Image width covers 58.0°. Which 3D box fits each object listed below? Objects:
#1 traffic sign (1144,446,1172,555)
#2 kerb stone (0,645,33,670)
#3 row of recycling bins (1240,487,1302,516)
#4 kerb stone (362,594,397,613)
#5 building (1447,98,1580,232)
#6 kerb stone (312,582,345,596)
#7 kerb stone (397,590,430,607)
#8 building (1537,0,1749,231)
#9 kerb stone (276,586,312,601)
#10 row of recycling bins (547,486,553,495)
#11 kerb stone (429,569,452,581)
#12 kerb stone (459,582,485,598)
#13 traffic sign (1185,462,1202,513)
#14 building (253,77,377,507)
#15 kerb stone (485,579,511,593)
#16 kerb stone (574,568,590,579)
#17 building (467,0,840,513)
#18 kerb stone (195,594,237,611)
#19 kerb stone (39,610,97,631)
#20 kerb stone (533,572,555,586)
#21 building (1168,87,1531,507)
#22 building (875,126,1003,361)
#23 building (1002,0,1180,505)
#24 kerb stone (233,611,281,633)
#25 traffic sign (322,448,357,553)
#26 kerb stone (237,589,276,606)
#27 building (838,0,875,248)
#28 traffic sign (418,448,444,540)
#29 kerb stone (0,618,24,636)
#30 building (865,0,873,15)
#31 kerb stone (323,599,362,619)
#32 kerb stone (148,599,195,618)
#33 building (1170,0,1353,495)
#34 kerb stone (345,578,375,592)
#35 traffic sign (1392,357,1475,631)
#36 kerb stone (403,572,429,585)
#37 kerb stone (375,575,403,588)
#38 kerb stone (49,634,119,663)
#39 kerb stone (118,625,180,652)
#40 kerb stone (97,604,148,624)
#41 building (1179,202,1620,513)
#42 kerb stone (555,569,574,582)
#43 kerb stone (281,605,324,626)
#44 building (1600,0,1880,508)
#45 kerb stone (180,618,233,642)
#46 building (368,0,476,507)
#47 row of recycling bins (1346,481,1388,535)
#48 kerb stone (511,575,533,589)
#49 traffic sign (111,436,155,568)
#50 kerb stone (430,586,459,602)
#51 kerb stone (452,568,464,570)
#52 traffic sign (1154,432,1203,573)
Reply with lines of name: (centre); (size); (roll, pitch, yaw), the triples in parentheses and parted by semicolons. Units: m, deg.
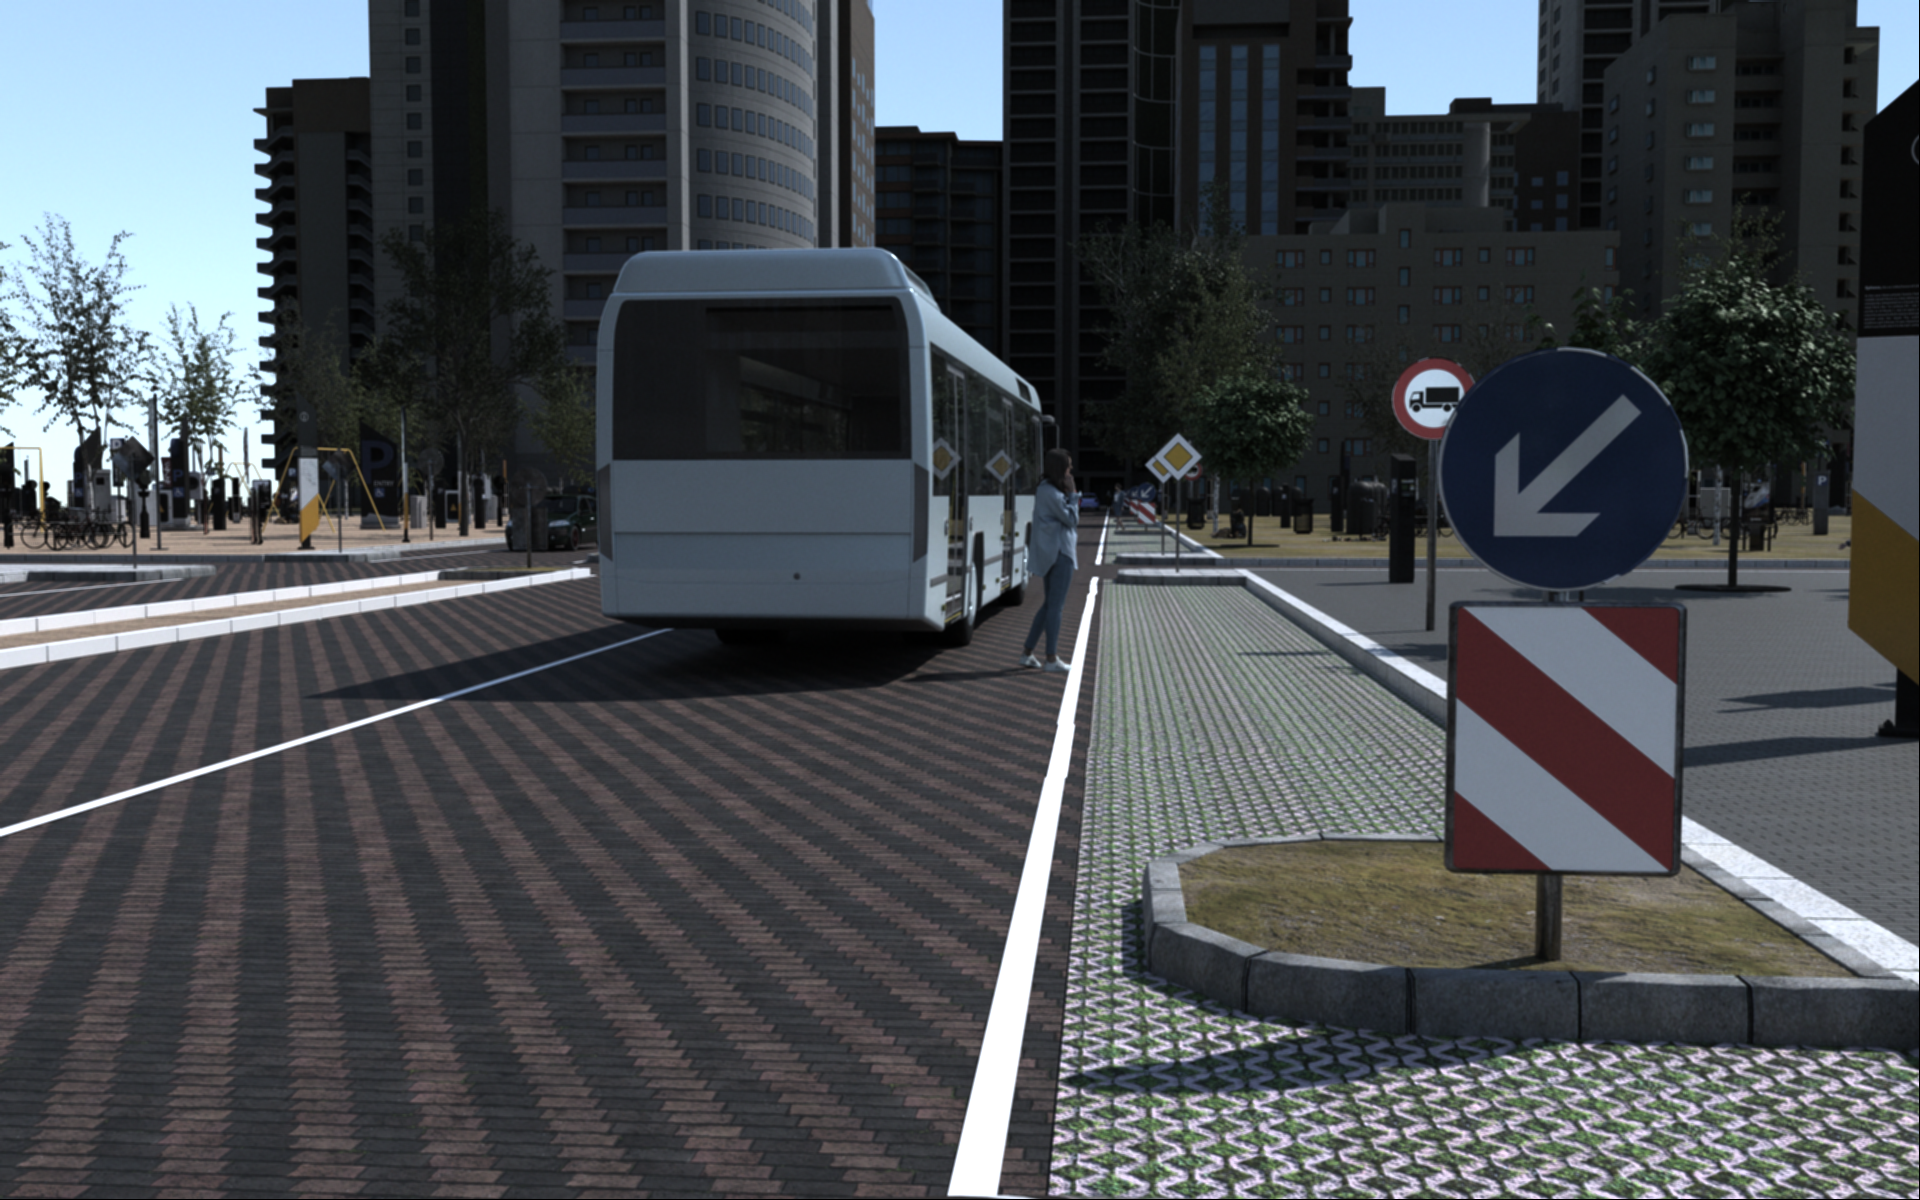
traffic sign: (4.246, -1.991, 36.194); (0.795, 2.450, 0.064); (0, 4, 5)
kerb stone: (-7.845, 0.490, 14.187); (0.120, 0.150, 1.000); (0, 4, 5)
row of recycling bins: (17.997, -5.688, 100.119); (3.534, 1.692, 1.069); (0, 4, 5)
kerb stone: (-7.228, 0.053, 21.332); (0.120, 0.150, 1.000); (0, 4, 5)
building: (61.577, -33.564, 198.884); (14.200, 45.320, 14.600); (0, 4, 5)
kerb stone: (-9.037, -0.141, 24.575); (0.120, 0.150, 1.000); (0, 4, 5)
kerb stone: (-7.133, -0.010, 22.352); (0.120, 0.150, 1.000); (0, 4, 5)
building: (79.199, -46.579, 199.816); (20.611, 71.187, 20.563); (0, 4, 5)
kerb stone: (-9.137, -0.083, 23.554); (0.120, 0.150, 1.000); (0, 4, 5)
row of recycling bins: (-21.671, -5.254, 93.017); (1.069, 1.692, 3.534); (1, 4, 10)
kerb stone: (-8.693, -0.396, 28.670); (0.120, 0.150, 1.000); (0, 4, 5)
kerb stone: (-6.957, -0.133, 24.388); (0.120, 0.150, 1.000); (0, 4, 5)
traffic sign: (8.648, -3.949, 64.679); (0.768, 2.556, 0.104); (1, 4, 12)
building: (-64.446, -32.655, 184.027); (14.200, 45.320, 14.600); (0, 4, 5)
kerb stone: (-6.858, -0.192, 25.406); (0.120, 0.150, 1.000); (0, 4, 5)
kerb stone: (-6.508, -0.447, 29.503); (0.120, 0.150, 1.000); (0, 4, 5)
building: (-21.445, -35.783, 127.048); (21.231, 58.520, 28.212); (0, 4, 5)
kerb stone: (-9.319, 0.048, 21.519); (0.120, 0.150, 1.000); (0, 4, 5)
kerb stone: (-9.579, 0.231, 18.464); (0.120, 0.150, 1.000); (0, 4, 5)
kerb stone: (-6.687, -0.322, 27.456); (0.120, 0.150, 1.000); (0, 4, 5)
building: (36.684, -29.249, 170.101); (32.217, 40.220, 23.993); (0, 4, 5)
building: (-8.714, -33.921, 209.237); (28.867, 44.769, 22.147); (0, 4, 5)
building: (15.845, -46.913, 205.287); (20.611, 71.187, 20.563); (0, 4, 5)
kerb stone: (-7.487, 0.246, 18.273); (0.120, 0.150, 1.000); (0, 4, 5)
traffic sign: (-13.529, -2.087, 37.763); (0.795, 2.450, 0.064); (0, 4, 5)
kerb stone: (-9.228, -0.020, 22.536); (0.120, 0.150, 1.000); (0, 4, 5)
building: (-15.060, -30.461, 148.141); (14.600, 45.320, 14.200); (0, 4, 5)
traffic sign: (-14.672, -2.929, 47.999); (0.768, 2.556, 0.104); (1, 4, 9)
kerb stone: (-9.670, 0.291, 17.437); (0.120, 0.150, 1.000); (0, 4, 5)
building: (-21.131, -52.706, 174.415); (31.000, 86.520, 22.319); (0, 4, 5)
kerb stone: (-7.316, 0.115, 20.309); (0.120, 0.150, 1.000); (0, 4, 5)
kerb stone: (-9.403, 0.106, 20.500); (0.120, 0.150, 1.000); (0, 4, 5)
building: (25.914, -30.659, 151.388); (14.600, 45.320, 14.200); (0, 4, 5)
kerb stone: (-8.955, -0.205, 25.599); (0.120, 0.150, 1.000); (0, 4, 5)
traffic sign: (4.423, -0.985, 16.207); (0.768, 2.556, 0.104); (1, 4, 12)
kerb stone: (-8.778, -0.331, 27.648); (0.120, 0.150, 1.000); (0, 4, 5)
kerb stone: (-8.871, -0.268, 26.624); (0.120, 0.150, 1.000); (0, 4, 5)
kerb stone: (-7.755, 0.428, 15.205); (0.120, 0.150, 1.000); (0, 4, 5)
kerb stone: (-7.666, 0.366, 16.232); (0.120, 0.150, 1.000); (0, 4, 5)
kerb stone: (-9.499, 0.166, 19.482); (0.120, 0.150, 1.000); (0, 4, 5)
building: (30.712, -17.392, 129.399); (27.650, 21.520, 28.899); (0, 4, 5)
kerb stone: (-6.605, -0.381, 28.486); (0.120, 0.150, 1.000); (0, 4, 5)
kerb stone: (-7.396, 0.179, 19.290); (0.120, 0.150, 1.000); (0, 4, 5)
building: (76.042, -33.332, 168.674); (21.600, 48.544, 21.300); (0, 4, 5)
kerb stone: (-7.576, 0.308, 17.251); (0.120, 0.150, 1.000); (0, 4, 5)
building: (-46.664, -45.313, 179.119); (20.611, 71.187, 20.563); (0, 4, 5)
row of recycling bins: (13.235, -2.995, 56.080); (1.069, 1.692, 3.534); (1, 4, 23)
kerb stone: (-6.783, -0.256, 26.434); (0.120, 0.150, 1.000); (0, 4, 5)
traffic sign: (-14.225, -1.600, 29.808); (0.795, 2.450, 0.064); (0, 4, 5)
kerb stone: (-7.048, -0.072, 23.370); (0.120, 0.150, 1.000); (0, 4, 5)
kerb stone: (-8.600, -0.458, 29.688); (0.120, 0.150, 1.000); (0, 4, 5)
traffic sign: (3.550, -1.504, 28.239); (0.795, 2.450, 0.064); (0, 4, 5)
